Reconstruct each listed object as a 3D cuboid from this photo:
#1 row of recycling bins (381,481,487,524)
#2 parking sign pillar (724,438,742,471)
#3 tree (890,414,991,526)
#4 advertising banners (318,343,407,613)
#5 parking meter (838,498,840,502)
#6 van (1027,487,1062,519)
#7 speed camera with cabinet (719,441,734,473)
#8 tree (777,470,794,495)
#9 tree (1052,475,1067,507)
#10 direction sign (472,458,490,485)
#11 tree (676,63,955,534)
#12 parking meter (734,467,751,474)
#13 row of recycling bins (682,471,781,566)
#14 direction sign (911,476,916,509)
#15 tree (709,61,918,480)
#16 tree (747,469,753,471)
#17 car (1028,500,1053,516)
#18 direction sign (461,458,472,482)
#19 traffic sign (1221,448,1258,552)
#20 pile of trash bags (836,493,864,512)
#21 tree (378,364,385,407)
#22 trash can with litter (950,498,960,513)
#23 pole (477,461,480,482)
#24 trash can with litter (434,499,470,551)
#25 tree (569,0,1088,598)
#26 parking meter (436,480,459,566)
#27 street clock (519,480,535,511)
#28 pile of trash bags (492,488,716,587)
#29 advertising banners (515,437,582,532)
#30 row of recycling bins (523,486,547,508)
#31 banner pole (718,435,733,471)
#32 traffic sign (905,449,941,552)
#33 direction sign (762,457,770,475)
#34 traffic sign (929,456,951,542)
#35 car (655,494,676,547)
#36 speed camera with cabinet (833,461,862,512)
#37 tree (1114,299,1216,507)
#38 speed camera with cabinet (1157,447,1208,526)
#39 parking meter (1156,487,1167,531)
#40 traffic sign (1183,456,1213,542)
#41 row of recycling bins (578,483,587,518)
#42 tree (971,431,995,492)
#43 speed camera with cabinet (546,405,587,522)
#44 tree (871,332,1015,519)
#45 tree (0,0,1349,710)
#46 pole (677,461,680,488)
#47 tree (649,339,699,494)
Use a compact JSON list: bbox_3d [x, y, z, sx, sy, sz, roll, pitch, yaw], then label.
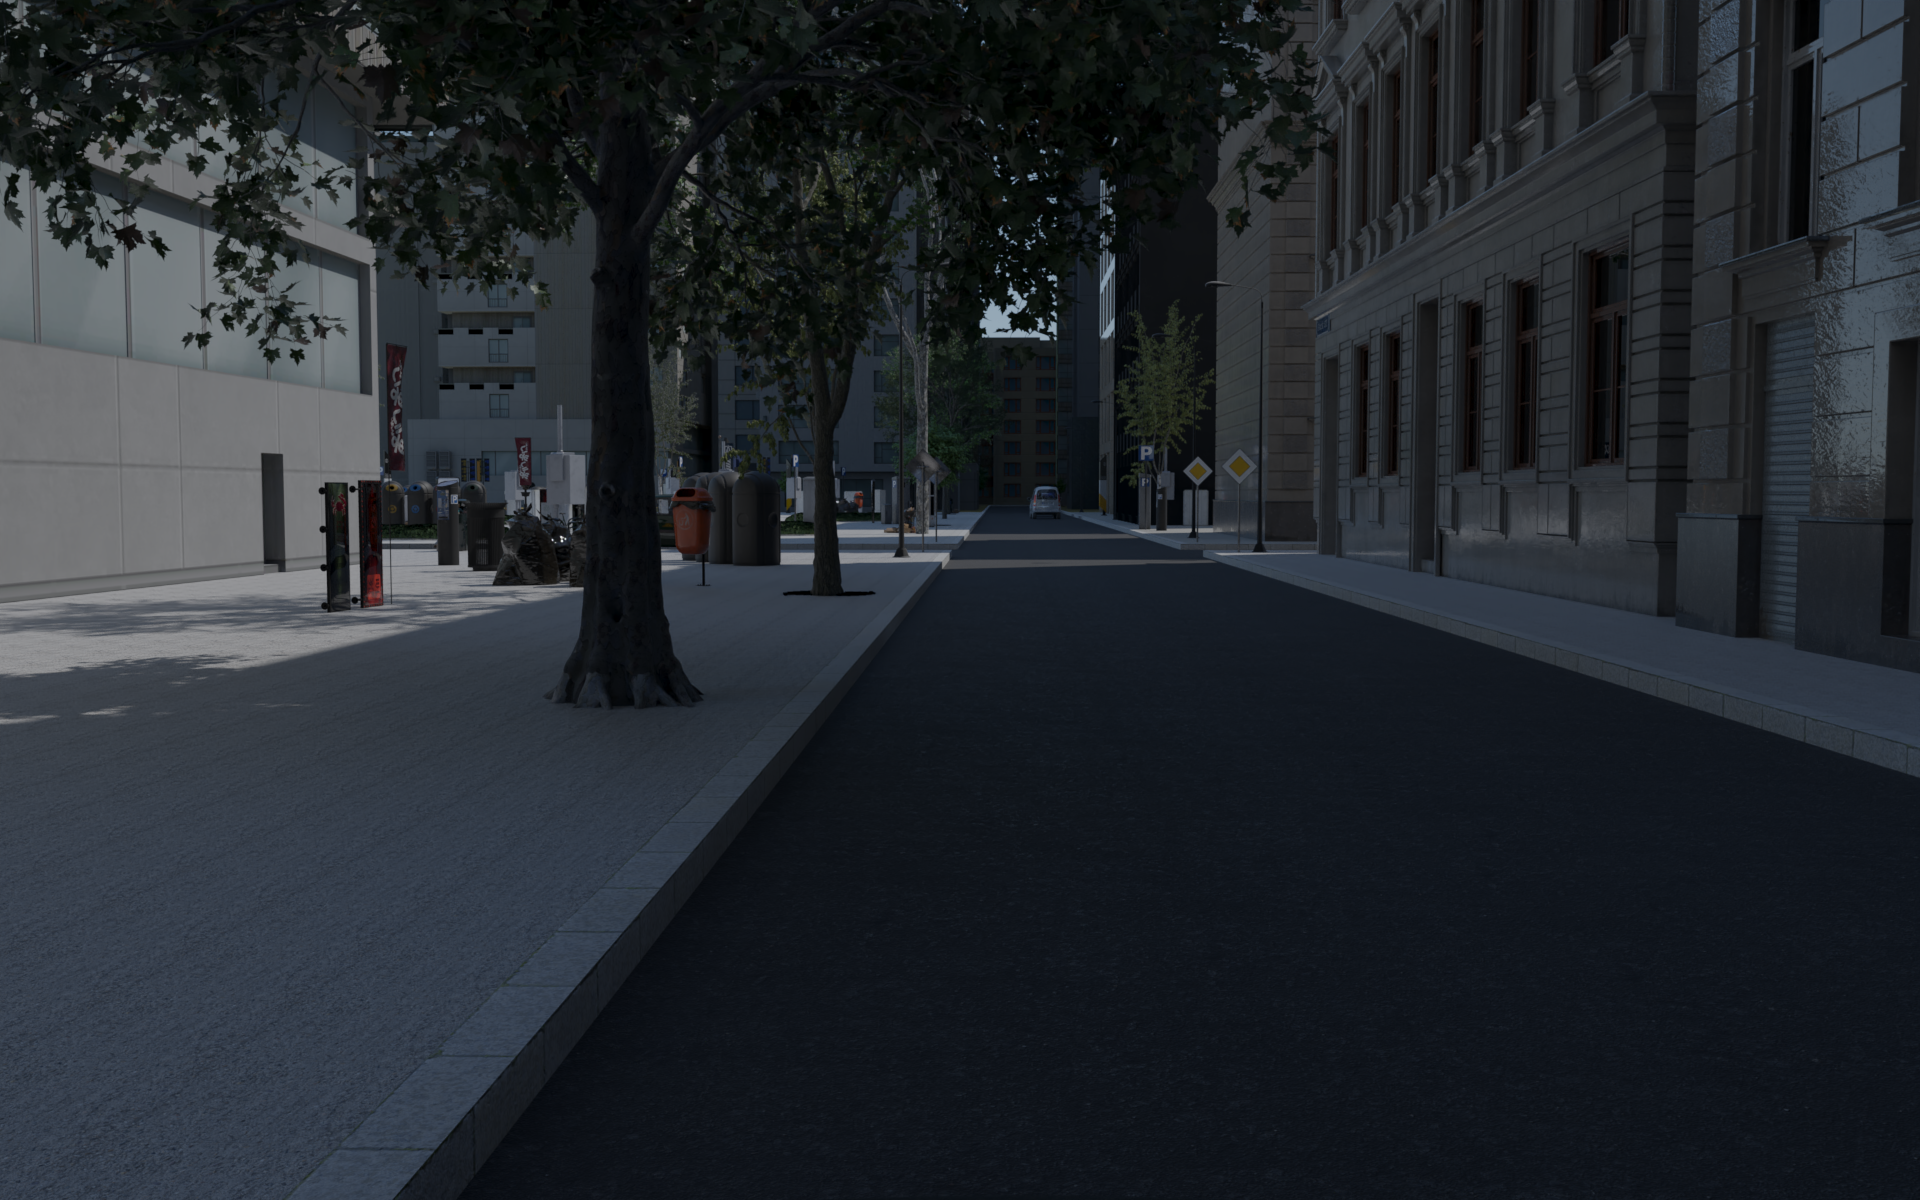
[{"bbox_3d":[-16.240,-2.828,53.344,3.534,1.692,1.069,1,4,10],"label":"row of recycling bins"},{"bbox_3d":[-10.886,-5.797,83.253,1.447,3.967,1.447,1,4,16],"label":"parking sign pillar"},{"bbox_3d":[-1.002,-5.294,70.278,4.285,4.588,4.351,0,3,0],"label":"tree"},{"bbox_3d":[-6.686,-1.429,19.558,0.090,3.025,2.074,1,4,8],"label":"advertising banners"},{"bbox_3d":[-8.405,-6.886,118.292,0.399,1.863,0.255,-1,4,-13],"label":"parking meter"},{"bbox_3d":[4.951,-5.740,100.857,2.013,2.044,4.112,0,4,-1],"label":"van"},{"bbox_3d":[-8.808,-4.282,64.352,0.660,3.252,2.038,1,4,10],"label":"speed camera with cabinet"},{"bbox_3d":[-11.976,-7.749,121.290,1.663,3.219,1.824,0,3,0],"label":"tree"},{"bbox_3d":[9.894,-10.894,172.717,1.663,3.219,1.824,0,3,0],"label":"tree"},{"bbox_3d":[-30.212,-7.202,109.755,0.876,3.537,0.379,-3,5,-41],"label":"direction sign"},{"bbox_3d":[-2.441,-12.238,55.972,12.611,20.169,13.585,0,3,0],"label":"tree"},{"bbox_3d":[-4.680,-1.952,37.619,0.399,1.863,0.255,-2,4,-30],"label":"parking meter"},{"bbox_3d":[-4.337,-1.543,32.343,1.069,1.692,3.534,-2,4,-28],"label":"row of recycling bins"},{"bbox_3d":[-2.583,-6.541,98.941,0.379,3.537,0.876,2,4,24],"label":"direction sign"},{"bbox_3d":[-2.423,-4.792,28.709,4.737,8.622,4.395,0,3,0],"label":"tree"},{"bbox_3d":[-14.854,-7.641,119.536,1.663,3.219,1.824,0,3,0],"label":"tree"},{"bbox_3d":[5.324,-6.173,110.516,1.945,1.707,3.694,0,4,1],"label":"car"},{"bbox_3d":[-31.231,-7.219,110.029,0.876,3.537,0.379,-2,4,-25],"label":"direction sign"},{"bbox_3d":[6.127,-2.103,38.034,0.795,2.450,0.064,0,4,1],"label":"traffic sign"},{"bbox_3d":[-6.415,-5.351,97.249,1.912,1.369,3.447,2,4,26],"label":"pile of trash bags"},{"bbox_3d":[-23.393,-6.933,63.714,4.360,8.622,3.978,0,3,0],"label":"tree"},{"bbox_3d":[-0.564,-6.332,114.915,1.055,1.170,0.624,-2,4,-29],"label":"trash can with litter"},{"bbox_3d":[-30.023,-6.987,108.076,0.158,3.312,0.155,0,3,0],"label":"pole"},{"bbox_3d":[-11.475,-1.687,38.972,1.055,1.170,0.624,3,4,38],"label":"trash can with litter"},{"bbox_3d":[-1.596,-5.873,21.781,9.928,11.665,9.643,0,3,0],"label":"tree"},{"bbox_3d":[-9.221,-1.393,31.191,0.372,1.533,0.369,0,3,0],"label":"parking meter"},{"bbox_3d":[-15.486,-3.498,61.762,0.358,2.002,0.471,1,4,13],"label":"street clock"},{"bbox_3d":[-4.954,-0.904,24.532,3.447,1.369,1.912,2,4,25],"label":"pile of trash bags"},{"bbox_3d":[-12.695,-3.497,53.371,2.074,3.025,0.090,0,4,6],"label":"advertising banners"},{"bbox_3d":[-26.757,-6.370,111.267,3.534,1.692,1.069,3,4,38],"label":"row of recycling bins"},{"bbox_3d":[-10.056,-5.145,74.145,0.863,3.779,0.401,-2,4,-30],"label":"banner pole"},{"bbox_3d":[-0.815,-2.115,38.215,0.795,2.450,0.064,0,4,1],"label":"traffic sign"},{"bbox_3d":[-11.872,-6.990,106.289,0.379,3.537,0.876,2,4,25],"label":"direction sign"},{"bbox_3d":[-0.630,-2.603,46.198,0.795,2.450,0.064,0,4,1],"label":"traffic sign"},{"bbox_3d":[-6.504,-1.961,41.852,4.222,1.686,2.009,0,4,2],"label":"car"},{"bbox_3d":[-6.895,-6.669,103.372,2.038,3.252,0.660,-1,4,-16],"label":"speed camera with cabinet"},{"bbox_3d":[7.674,-7.098,66.414,4.737,8.622,4.395,0,3,0],"label":"tree"},{"bbox_3d":[9.044,-4.644,70.272,2.038,3.252,0.660,1,4,10],"label":"speed camera with cabinet"},{"bbox_3d":[7.045,-3.187,60.516,0.372,1.533,0.369,0,3,0],"label":"parking meter"},{"bbox_3d":[6.312,-2.592,46.017,0.795,2.450,0.064,0,4,1],"label":"traffic sign"},{"bbox_3d":[-13.831,-3.622,66.335,1.069,1.692,3.534,3,5,40],"label":"row of recycling bins"},{"bbox_3d":[1.763,-14.087,180.685,4.360,8.622,3.978,0,3,0],"label":"tree"},{"bbox_3d":[-8.192,-2.695,38.400,2.038,3.252,0.660,2,4,27],"label":"speed camera with cabinet"},{"bbox_3d":[-0.979,-9.443,88.799,8.767,10.594,7.601,2,4,27],"label":"tree"},{"bbox_3d":[-2.030,-5.706,10.305,9.611,12.733,9.660,0,3,0],"label":"tree"},{"bbox_3d":[-17.526,-6.975,107.891,0.158,3.312,0.155,0,3,0],"label":"pole"},{"bbox_3d":[-13.286,-7.714,76.486,4.360,8.622,3.978,0,3,0],"label":"tree"}]
